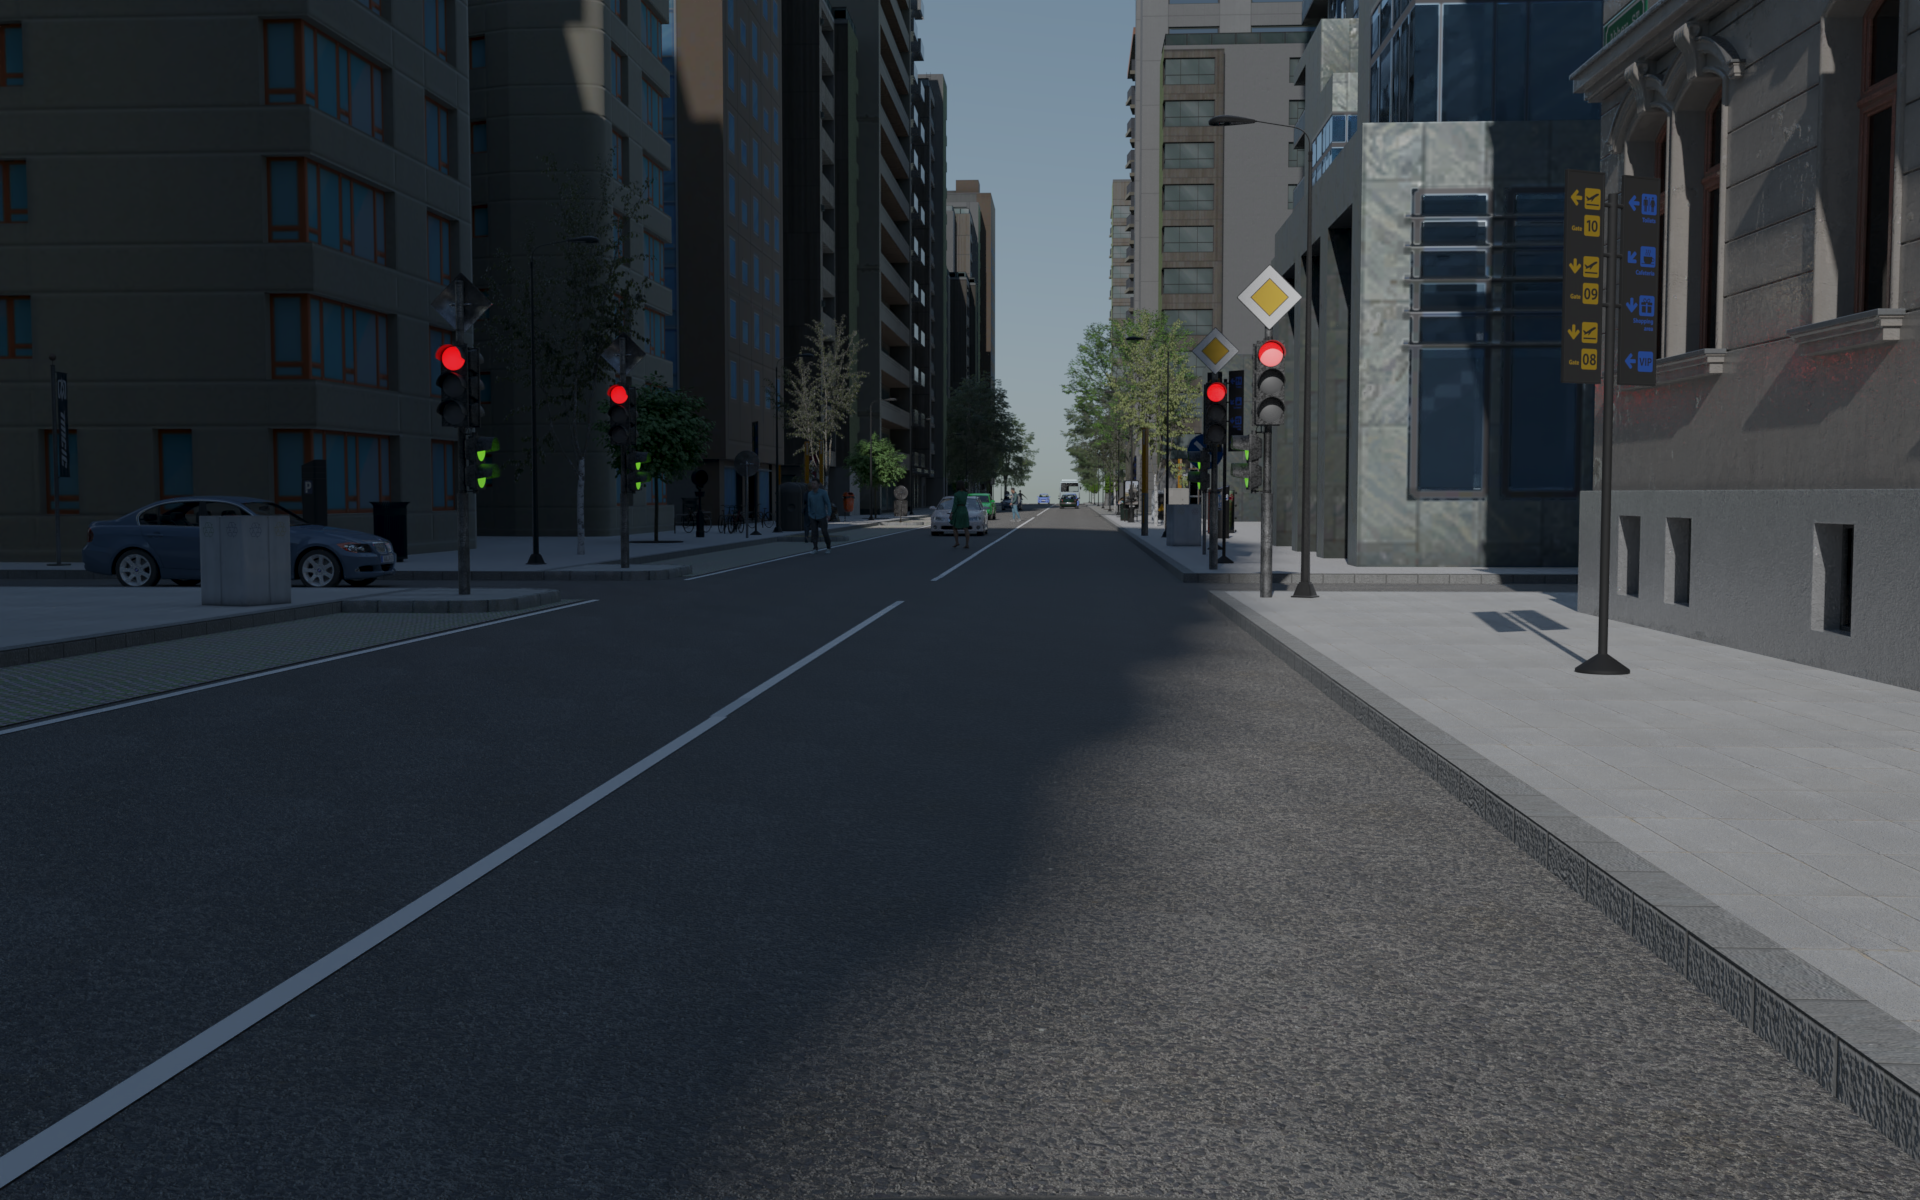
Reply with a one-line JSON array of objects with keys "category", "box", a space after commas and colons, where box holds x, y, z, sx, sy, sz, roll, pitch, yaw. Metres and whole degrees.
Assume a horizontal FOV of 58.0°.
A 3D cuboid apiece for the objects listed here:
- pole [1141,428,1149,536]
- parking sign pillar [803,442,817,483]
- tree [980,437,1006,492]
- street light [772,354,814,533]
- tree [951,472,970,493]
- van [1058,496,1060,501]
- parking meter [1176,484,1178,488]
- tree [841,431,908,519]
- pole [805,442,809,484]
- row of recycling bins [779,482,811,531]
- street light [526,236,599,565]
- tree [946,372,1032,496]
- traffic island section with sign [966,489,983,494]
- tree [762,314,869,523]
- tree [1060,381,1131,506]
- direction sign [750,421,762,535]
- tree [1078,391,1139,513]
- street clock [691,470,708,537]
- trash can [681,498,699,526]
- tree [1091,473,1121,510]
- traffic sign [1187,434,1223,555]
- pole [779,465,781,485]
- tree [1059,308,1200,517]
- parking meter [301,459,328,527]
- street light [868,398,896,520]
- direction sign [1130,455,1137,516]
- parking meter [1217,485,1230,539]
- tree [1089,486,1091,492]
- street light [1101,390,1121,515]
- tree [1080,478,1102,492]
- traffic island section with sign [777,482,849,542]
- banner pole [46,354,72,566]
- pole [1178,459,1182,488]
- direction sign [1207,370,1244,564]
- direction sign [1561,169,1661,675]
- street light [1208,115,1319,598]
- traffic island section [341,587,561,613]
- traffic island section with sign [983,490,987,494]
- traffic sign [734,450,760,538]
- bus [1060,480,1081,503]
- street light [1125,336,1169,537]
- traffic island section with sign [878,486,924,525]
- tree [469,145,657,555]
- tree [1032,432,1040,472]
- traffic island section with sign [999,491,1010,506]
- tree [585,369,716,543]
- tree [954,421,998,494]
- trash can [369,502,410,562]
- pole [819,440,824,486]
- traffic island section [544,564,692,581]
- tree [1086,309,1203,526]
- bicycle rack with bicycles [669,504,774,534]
[{"category": "pole", "box": [5.679, -3.628, 53.155, 0.158, 3.312, 0.155, 0, 3, 0]}, {"category": "parking sign pillar", "box": [-7.825, -6.214, 90.076, 1.447, 3.967, 1.447, -1, 4, -18]}, {"category": "tree", "box": [3.279, -15.592, 205.288, 4.737, 8.622, 4.395, 0, 3, 0]}, {"category": "street light", "box": [-5.536, -5.195, 57.480, 1.470, 5.913, 1.316, 0, 4, 4]}, {"category": "tree", "box": [-0.142, -9.726, 153.619, 1.663, 3.219, 1.824, 0, 3, 0]}, {"category": "van", "box": [14.914, -14.563, 245.109, 2.013, 2.044, 4.112, 0, 4, 2]}, {"category": "parking meter", "box": [12.839, -5.859, 101.502, 0.255, 1.863, 0.399, 2, 4, 23]}, {"category": "tree", "box": [-4.444, -6.504, 90.048, 4.285, 4.588, 4.351, 0, 3, 0]}, {"category": "pole", "box": [-5.940, -4.491, 67.263, 0.158, 3.312, 0.155, 0, 3, 0]}, {"category": "row of recycling bins", "box": [-5.751, -3.299, 61.053, 1.069, 1.692, 3.534, 0, 4, 4]}, {"category": "street light", "box": [-7.193, -3.598, 31.372, 1.470, 5.913, 1.316, 0, 4, 4]}, {"category": "tree", "box": [1.062, -16.721, 180.051, 9.857, 13.997, 8.962, 0, 3, 0]}, {"category": "traffic island section with sign", "box": [0.464, -7.326, 128.413, 1.989, 1.847, 2.006, 0, 4, 4]}, {"category": "tree", "box": [-5.677, -7.370, 70.861, 4.360, 8.622, 3.978, 0, 3, 0]}, {"category": "tree", "box": [15.997, -17.305, 189.583, 9.857, 13.997, 8.962, 0, 3, 0]}, {"category": "direction sign", "box": [-6.397, -3.803, 54.175, 0.379, 3.537, 0.876, -1, 4, -17]}, {"category": "tree", "box": [10.028, -10.029, 114.331, 4.360, 8.622, 3.978, 0, 3, 0]}, {"category": "street clock", "box": [-7.693, -2.853, 51.220, 0.471, 2.002, 0.358, -3, 5, -42]}, {"category": "trash can", "box": [-10.763, -3.511, 69.054, 0.748, 1.137, 0.748, 0, 3, 0]}, {"category": "tree", "box": [12.206, -9.033, 142.283, 1.663, 3.219, 1.824, 0, 3, 0]}, {"category": "traffic sign", "box": [5.174, -2.232, 36.607, 0.768, 2.556, 0.104, 1, 4, 10]}, {"category": "pole", "box": [-8.914, -5.595, 85.324, 0.158, 3.312, 0.155, 0, 3, 0]}, {"category": "tree", "box": [9.402, -10.376, 95.400, 9.928, 11.665, 9.643, 0, 3, 0]}, {"category": "parking meter", "box": [-10.961, -1.450, 29.421, 0.399, 1.863, 0.255, 2, 4, 33]}, {"category": "street light", "box": [-3.785, -6.829, 84.192, 1.470, 5.913, 1.316, 0, 4, 4]}, {"category": "direction sign", "box": [10.199, -6.723, 101.916, 0.379, 3.537, 0.876, -1, 4, -16]}, {"category": "parking meter", "box": [7.579, -2.539, 49.916, 0.372, 1.533, 0.369, 0, 3, 0]}, {"category": "tree", "box": [17.183, -13.876, 221.469, 1.663, 3.219, 1.824, 0, 3, 0]}, {"category": "street light", "box": [7.159, -6.431, 77.687, 1.470, 5.913, 1.316, 0, 4, 4]}, {"category": "tree", "box": [19.368, -16.645, 255.851, 4.285, 4.588, 4.351, 0, 3, 0]}, {"category": "traffic island section with sign", "box": [-4.405, -2.681, 52.467, 1.989, 1.847, 2.006, 0, 4, 4]}, {"category": "banner pole", "box": [-16.196, -2.519, 31.195, 0.401, 3.779, 0.863, 0, 4, -6]}, {"category": "pole", "box": [12.778, -6.537, 100.721, 0.158, 3.312, 0.155, 0, 3, 0]}, {"category": "direction sign", "box": [4.892, -2.447, 32.008, 0.379, 3.537, 0.876, -3, 5, -39]}, {"category": "direction sign", "box": [4.618, -1.244, 12.344, 0.876, 3.537, 0.379, -2, 4, -25]}, {"category": "street light", "box": [3.745, -2.986, 21.367, 1.470, 5.913, 1.316, 0, 4, 4]}, {"category": "traffic island section", "box": [-6.353, 0.008, 22.145, 2.009, 0.180, 2.903, 0, 4, 4]}, {"category": "traffic island section with sign", "box": [2.205, -8.984, 155.510, 1.989, 1.847, 2.006, 0, 4, 4]}, {"category": "traffic sign", "box": [-6.205, -3.076, 50.400, 0.768, 2.556, 0.104, 0, 4, 4]}, {"category": "bus", "box": [14.571, -14.334, 229.221, 2.948, 3.499, 13.247, 0, 4, 4]}, {"category": "street light", "box": [5.585, -4.807, 51.136, 1.470, 5.913, 1.316, 0, 4, 4]}, {"category": "traffic island section with sign", "box": [-2.683, -4.327, 79.367, 1.989, 1.847, 2.006, 0, 4, 4]}, {"category": "tree", "box": [-8.201, -5.283, 36.739, 4.360, 8.622, 3.978, 0, 3, 0]}, {"category": "tree", "box": [7.088, -21.888, 264.528, 9.857, 13.997, 8.962, 0, 3, 0]}, {"category": "traffic island section with sign", "box": [5.839, -12.441, 212.030, 1.989, 1.847, 2.006, 0, 4, 4]}, {"category": "tree", "box": [-8.127, -3.794, 45.738, 4.285, 4.588, 4.351, 0, 3, 0]}, {"category": "tree", "box": [1.469, -13.510, 171.242, 4.360, 8.622, 3.978, 0, 3, 0]}, {"category": "trash can", "box": [-10.730, -1.283, 32.626, 0.748, 1.137, 0.748, 0, 3, 0]}, {"category": "pole", "box": [-5.209, -4.362, 65.168, 0.158, 3.312, 0.155, 0, 3, 0]}, {"category": "traffic island section", "box": [-5.841, -0.479, 30.113, 2.009, 0.180, 2.903, 0, 4, 4]}, {"category": "tree", "box": [7.776, -7.225, 68.493, 4.737, 8.622, 4.395, 0, 3, 0]}, {"category": "bicycle rack with bicycles", "box": [-8.016, -2.673, 57.086, 2.852, 0.926, 2.925, 1, 4, 18]}]
